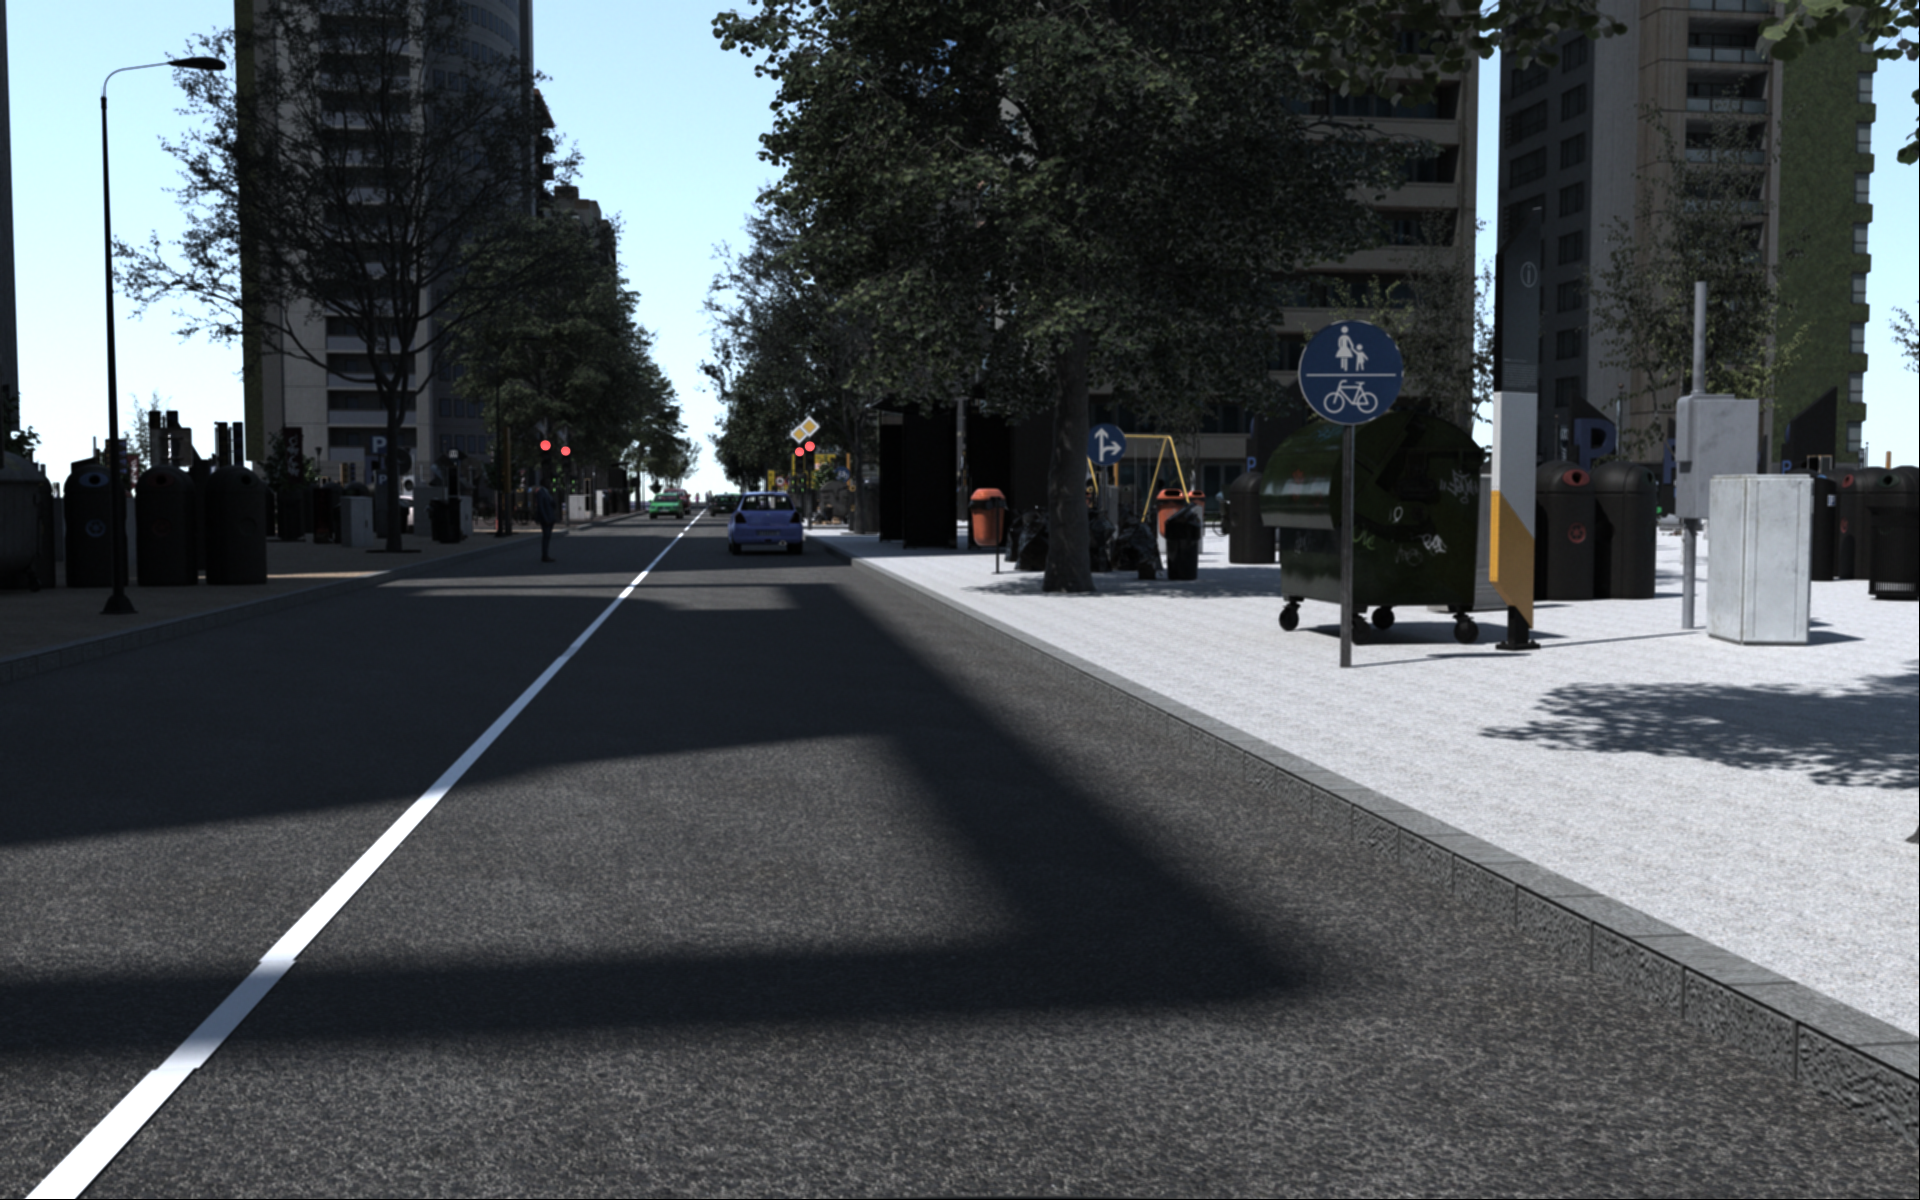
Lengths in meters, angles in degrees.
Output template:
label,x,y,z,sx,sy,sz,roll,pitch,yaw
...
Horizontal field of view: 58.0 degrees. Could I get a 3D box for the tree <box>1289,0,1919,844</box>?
label,x,y,z,sx,sy,sz,roll,pitch,yaw
tree,3.880,-5.397,6.365,7.486,12.596,7.792,0,3,0

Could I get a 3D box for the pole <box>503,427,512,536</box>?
label,x,y,z,sx,sy,sz,roll,pitch,yaw
pole,-13.770,-3.600,52.703,0.158,3.312,0.155,0,3,0

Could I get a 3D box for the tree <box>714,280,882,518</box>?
label,x,y,z,sx,sy,sz,roll,pitch,yaw
tree,-8.464,-10.758,92.895,9.611,12.733,9.660,0,3,0

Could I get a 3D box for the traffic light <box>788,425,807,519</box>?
label,x,y,z,sx,sy,sz,roll,pitch,yaw
traffic light,-6.503,-4.955,69.935,0.839,4.253,0.868,0,4,-8

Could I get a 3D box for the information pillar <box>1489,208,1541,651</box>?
label,x,y,z,sx,sy,sz,roll,pitch,yaw
information pillar,4.546,-1.395,14.163,0.504,3.616,0.183,-2,4,-35

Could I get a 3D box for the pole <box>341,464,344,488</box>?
label,x,y,z,sx,sy,sz,roll,pitch,yaw
pole,-41.711,-7.532,116.985,0.158,3.312,0.155,0,3,0

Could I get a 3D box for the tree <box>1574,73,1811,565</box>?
label,x,y,z,sx,sy,sz,roll,pitch,yaw
tree,13.169,-4.948,31.267,4.360,8.622,3.978,0,3,0

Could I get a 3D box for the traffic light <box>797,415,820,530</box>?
label,x,y,z,sx,sy,sz,roll,pitch,yaw
traffic light,-5.406,-4.471,62.025,0.839,4.253,0.868,0,4,-8

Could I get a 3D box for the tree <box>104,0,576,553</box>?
label,x,y,z,sx,sy,sz,roll,pitch,yaw
tree,-12.465,-7.795,37.823,12.009,13.543,11.850,0,3,0

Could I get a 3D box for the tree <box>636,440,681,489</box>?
label,x,y,z,sx,sy,sz,roll,pitch,yaw
tree,-35.900,-15.500,203.786,4.737,8.622,4.395,0,3,0

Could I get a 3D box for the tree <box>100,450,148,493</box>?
label,x,y,z,sx,sy,sz,roll,pitch,yaw
tree,-53.773,-7.775,110.828,4.285,4.588,4.351,0,3,0

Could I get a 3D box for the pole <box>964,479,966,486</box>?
label,x,y,z,sx,sy,sz,roll,pitch,yaw
pole,0.246,-6.318,97.136,0.158,3.312,0.155,0,3,0

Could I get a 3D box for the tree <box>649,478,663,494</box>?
label,x,y,z,sx,sy,sz,roll,pitch,yaw
tree,-32.466,-11.678,185.543,1.663,3.219,1.824,0,3,0

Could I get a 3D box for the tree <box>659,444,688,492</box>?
label,x,y,z,sx,sy,sz,roll,pitch,yaw
tree,-43.120,-19.048,261.793,4.360,8.622,3.978,0,3,0

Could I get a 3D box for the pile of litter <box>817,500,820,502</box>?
label,x,y,z,sx,sy,sz,roll,pitch,yaw
pile of litter,-11.525,-7.643,138.933,1.719,0.858,1.176,-2,4,-28

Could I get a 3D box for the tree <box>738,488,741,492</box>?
label,x,y,z,sx,sy,sz,roll,pitch,yaw
tree,-36.903,-21.355,299.518,4.360,8.622,3.978,0,3,0

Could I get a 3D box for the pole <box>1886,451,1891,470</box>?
label,x,y,z,sx,sy,sz,roll,pitch,yaw
pole,44.159,-5.419,82.447,0.158,3.312,0.155,0,3,0

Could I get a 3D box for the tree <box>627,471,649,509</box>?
label,x,y,z,sx,sy,sz,roll,pitch,yaw
tree,-27.933,-9.361,147.649,1.663,3.219,1.824,0,3,0

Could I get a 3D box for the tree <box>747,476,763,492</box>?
label,x,y,z,sx,sy,sz,roll,pitch,yaw
tree,-22.184,-11.697,185.846,1.663,3.219,1.824,0,3,0

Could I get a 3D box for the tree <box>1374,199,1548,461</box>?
label,x,y,z,sx,sy,sz,roll,pitch,yaw
tree,12.263,-5.679,43.214,4.360,8.622,3.978,0,3,0

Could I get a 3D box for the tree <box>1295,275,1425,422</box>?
label,x,y,z,sx,sy,sz,roll,pitch,yaw
tree,13.369,-6.551,57.468,4.737,8.622,4.395,0,3,0

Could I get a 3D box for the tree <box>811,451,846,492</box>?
label,x,y,z,sx,sy,sz,roll,pitch,yaw
tree,-5.894,-5.077,77.615,1.663,3.219,1.824,0,3,0

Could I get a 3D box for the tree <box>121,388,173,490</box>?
label,x,y,z,sx,sy,sz,roll,pitch,yaw
tree,-56.177,-10.377,120.033,4.360,8.622,3.978,0,3,0

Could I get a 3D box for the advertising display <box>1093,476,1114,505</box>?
label,x,y,z,sx,sy,sz,roll,pitch,yaw
advertising display,5.187,-3.502,62.464,0.974,1.923,0.123,-3,4,-36

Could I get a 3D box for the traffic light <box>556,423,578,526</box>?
label,x,y,z,sx,sy,sz,roll,pitch,yaw
traffic light,-15.575,-4.877,68.665,0.839,4.253,0.868,0,4,-8

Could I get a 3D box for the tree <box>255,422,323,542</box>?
label,x,y,z,sx,sy,sz,roll,pitch,yaw
tree,-18.194,-3.181,46.615,1.663,3.219,1.824,0,3,0

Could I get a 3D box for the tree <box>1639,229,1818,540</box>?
label,x,y,z,sx,sy,sz,roll,pitch,yaw
tree,21.120,-5.983,48.188,4.737,8.622,4.395,0,3,0

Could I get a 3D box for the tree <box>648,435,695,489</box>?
label,x,y,z,sx,sy,sz,roll,pitch,yaw
tree,-41.902,-19.309,250.116,7.601,10.594,8.767,-1,4,-9

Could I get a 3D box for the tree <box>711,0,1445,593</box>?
label,x,y,z,sx,sy,sz,roll,pitch,yaw
tree,1.477,-7.089,22.554,9.857,13.997,8.962,0,3,0

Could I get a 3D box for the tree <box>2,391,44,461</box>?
label,x,y,z,sx,sy,sz,roll,pitch,yaw
tree,-15.647,-2.027,27.746,1.663,3.219,1.824,0,3,0

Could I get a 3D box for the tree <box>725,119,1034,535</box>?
label,x,y,z,sx,sy,sz,roll,pitch,yaw
tree,-3.231,-8.790,54.079,12.009,13.543,11.850,0,3,0

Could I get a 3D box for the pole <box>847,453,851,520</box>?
label,x,y,z,sx,sy,sz,roll,pitch,yaw
pole,-5.555,-5.668,86.515,0.158,3.312,0.155,0,3,0

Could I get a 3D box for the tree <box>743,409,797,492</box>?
label,x,y,z,sx,sy,sz,roll,pitch,yaw
tree,-13.114,-10.975,129.807,4.360,8.622,3.978,0,3,0

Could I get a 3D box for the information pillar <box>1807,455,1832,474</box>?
label,x,y,z,sx,sy,sz,roll,pitch,yaw
information pillar,16.336,-1.742,32.970,0.304,2.012,0.304,-1,4,-21

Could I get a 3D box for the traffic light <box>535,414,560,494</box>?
label,x,y,z,sx,sy,sz,roll,pitch,yaw
traffic light,-14.478,-4.394,60.755,0.839,4.253,0.868,0,4,-8

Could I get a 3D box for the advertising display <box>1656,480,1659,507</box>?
label,x,y,z,sx,sy,sz,roll,pitch,yaw
advertising display,31.905,-4.578,80.063,0.974,1.923,0.123,-2,4,-27

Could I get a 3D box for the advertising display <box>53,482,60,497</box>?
label,x,y,z,sx,sy,sz,roll,pitch,yaw
advertising display,-49.620,-5.499,95.123,0.123,1.923,0.974,-3,5,-41

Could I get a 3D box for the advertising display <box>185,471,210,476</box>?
label,x,y,z,sx,sy,sz,roll,pitch,yaw
advertising display,-21.592,-2.678,49.001,0.974,1.923,0.123,2,4,24

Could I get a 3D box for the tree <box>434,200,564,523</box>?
label,x,y,z,sx,sy,sz,roll,pitch,yaw
tree,-17.695,-10.312,75.248,9.857,13.997,8.962,0,3,0

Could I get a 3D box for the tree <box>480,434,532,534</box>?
label,x,y,z,sx,sy,sz,roll,pitch,yaw
tree,-14.662,-3.750,55.920,1.663,3.219,1.824,0,3,0

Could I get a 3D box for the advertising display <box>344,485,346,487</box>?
label,x,y,z,sx,sy,sz,roll,pitch,yaw
advertising display,-44.502,-7.308,124.703,0.974,1.923,0.123,2,4,31

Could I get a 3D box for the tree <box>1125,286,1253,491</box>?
label,x,y,z,sx,sy,sz,roll,pitch,yaw
tree,7.598,-6.589,58.099,4.360,8.622,3.978,0,3,0

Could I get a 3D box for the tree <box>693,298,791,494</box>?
label,x,y,z,sx,sy,sz,roll,pitch,yaw
tree,-19.778,-19.147,168.938,12.611,20.169,13.585,0,3,0

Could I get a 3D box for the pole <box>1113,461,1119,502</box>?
label,x,y,z,sx,sy,sz,roll,pitch,yaw
pole,5.751,-4.283,63.877,0.158,3.312,0.155,0,3,0

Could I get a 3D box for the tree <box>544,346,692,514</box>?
label,x,y,z,sx,sy,sz,roll,pitch,yaw
tree,-23.333,-11.443,112.847,9.928,11.665,9.643,0,3,0

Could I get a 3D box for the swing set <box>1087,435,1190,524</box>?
label,x,y,z,sx,sy,sz,roll,pitch,yaw
swing set,4.487,-2.961,46.024,3.119,2.851,2.862,-2,4,-30

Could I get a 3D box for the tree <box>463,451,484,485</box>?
label,x,y,z,sx,sy,sz,roll,pitch,yaw
tree,-37.896,-9.064,131.913,4.285,4.588,4.351,0,3,0

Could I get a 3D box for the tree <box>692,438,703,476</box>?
label,x,y,z,sx,sy,sz,roll,pitch,yaw
tree,-48.747,-22.928,300.620,9.928,11.665,9.643,0,3,0

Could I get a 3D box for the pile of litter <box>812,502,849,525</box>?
label,x,y,z,sx,sy,sz,roll,pitch,yaw
pile of litter,-5.457,-3.575,72.412,1.719,0.858,1.176,0,4,4

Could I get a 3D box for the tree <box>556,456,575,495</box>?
label,x,y,z,sx,sy,sz,roll,pitch,yaw
tree,-28.903,-8.836,128.179,4.285,4.588,4.351,0,3,0

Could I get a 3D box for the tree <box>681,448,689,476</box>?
label,x,y,z,sx,sy,sz,roll,pitch,yaw
tree,-36.492,-16.354,217.750,4.737,8.622,4.395,0,3,0

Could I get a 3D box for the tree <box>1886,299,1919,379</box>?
label,x,y,z,sx,sy,sz,roll,pitch,yaw
tree,25.443,-5.637,42.535,4.360,8.622,3.978,0,3,0

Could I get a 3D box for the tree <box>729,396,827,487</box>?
label,x,y,z,sx,sy,sz,roll,pitch,yaw
tree,-14.600,-12.428,137.609,8.767,10.594,7.601,-2,4,-27

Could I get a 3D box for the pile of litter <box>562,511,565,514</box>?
label,x,y,z,sx,sy,sz,roll,pitch,yaw
pile of litter,-24.812,-5.841,109.460,1.176,0.858,1.719,-2,4,-23
